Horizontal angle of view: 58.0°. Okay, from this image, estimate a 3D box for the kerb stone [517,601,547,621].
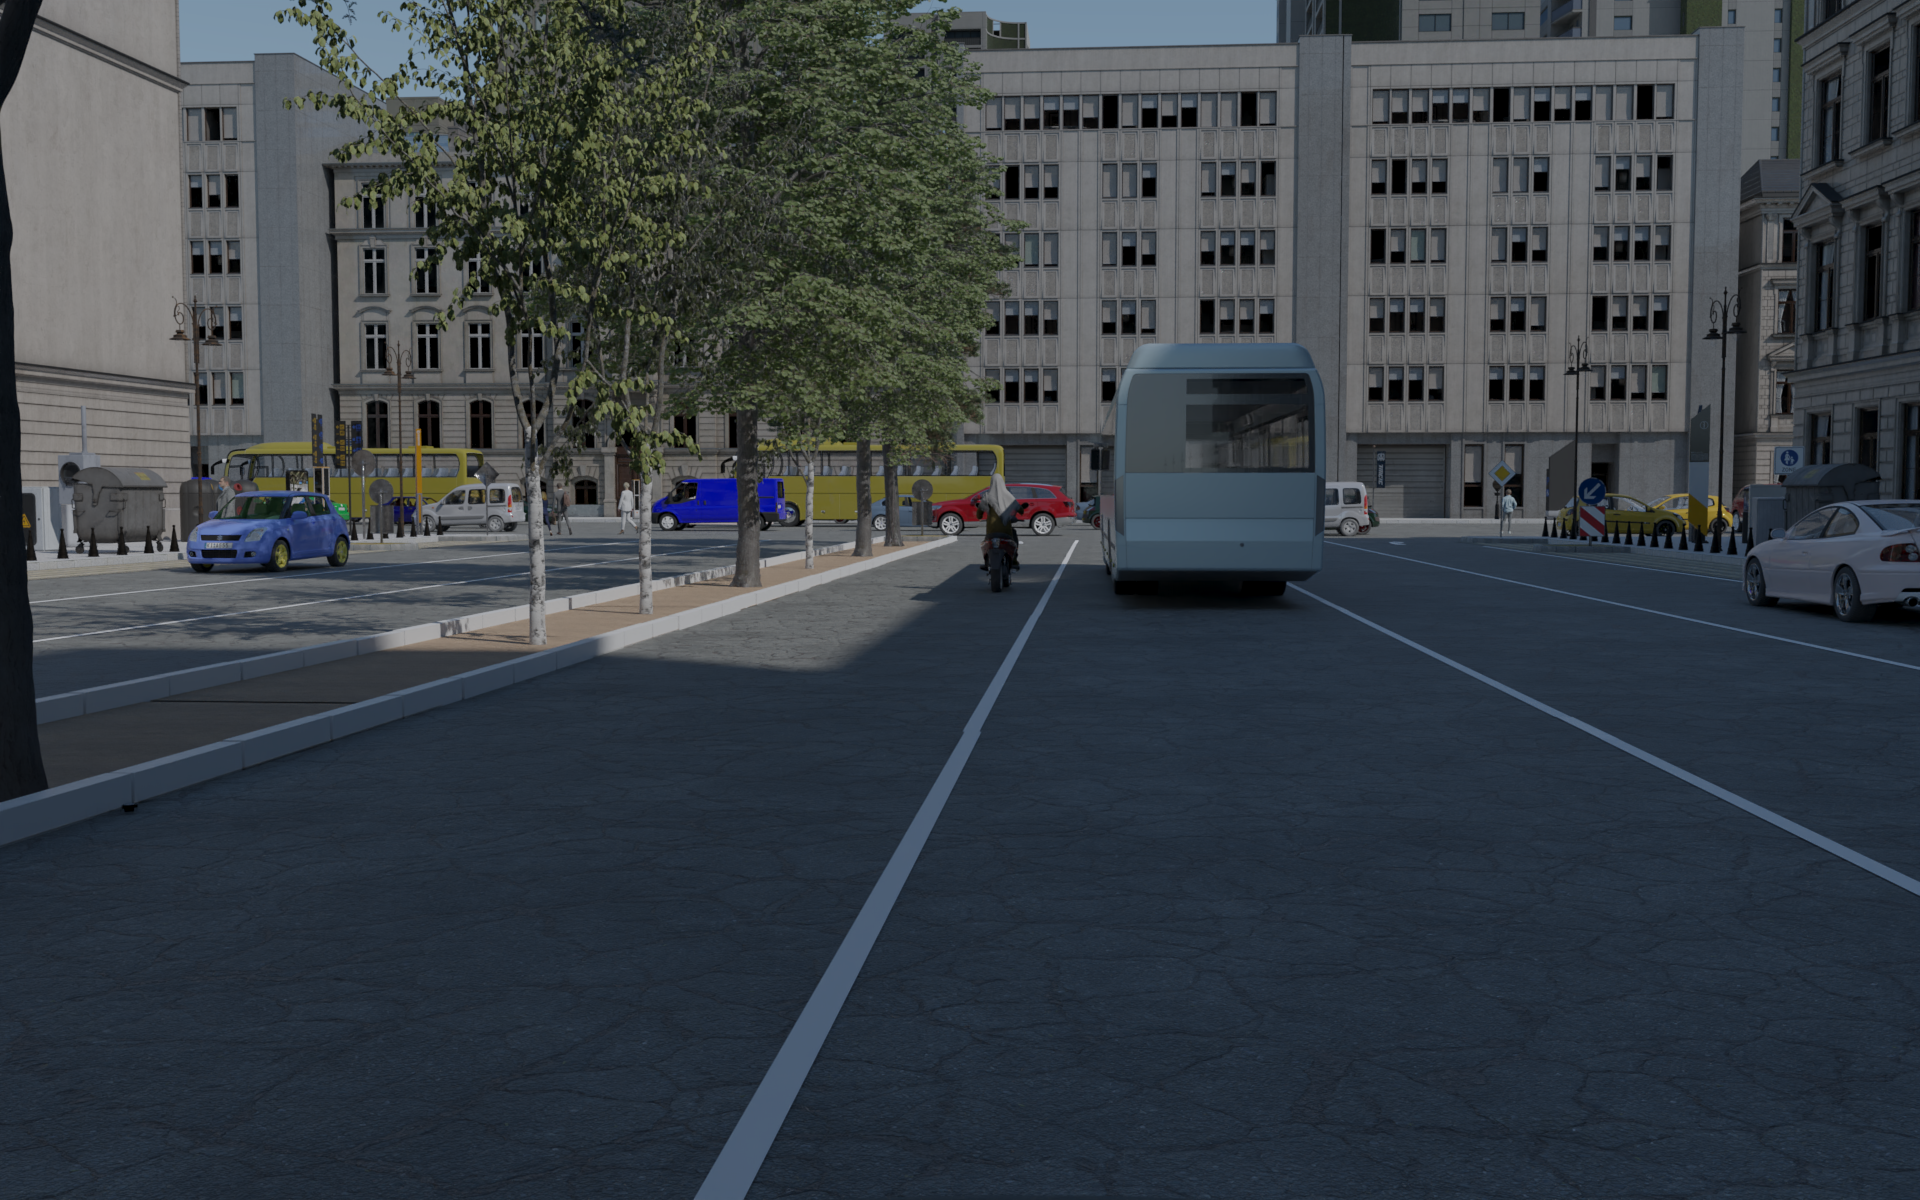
[{"bbox_3d":[-4.993,0.144,19.905,0.120,0.150,1.000,0,4,5],"label":"kerb stone"}]

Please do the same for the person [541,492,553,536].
[{"bbox_3d":[-14.186,-2.949,59.259,0.613,1.512,0.480,1,4,17],"label":"person"}]

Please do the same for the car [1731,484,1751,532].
[{"bbox_3d":[29.882,-3.333,63.172,2.281,1.827,5.304,0,4,5],"label":"car"}]

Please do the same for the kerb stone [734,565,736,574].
[{"bbox_3d":[-4.061,-0.545,31.185,0.120,0.150,1.000,0,4,5],"label":"kerb stone"}]

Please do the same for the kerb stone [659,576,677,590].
[{"bbox_3d":[-4.485,-0.233,26.054,0.120,0.150,1.000,0,4,5],"label":"kerb stone"}]

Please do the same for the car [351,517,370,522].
[{"bbox_3d":[-29.791,-4.595,87.700,3.894,1.354,1.945,0,4,5],"label":"car"}]

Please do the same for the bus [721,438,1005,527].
[{"bbox_3d":[-4.174,-5.169,76.065,12.252,3.916,2.896,0,4,3],"label":"bus"}]

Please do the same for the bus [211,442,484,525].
[{"bbox_3d":[-28.937,-5.542,82.162,12.252,3.916,2.896,0,4,5],"label":"bus"}]

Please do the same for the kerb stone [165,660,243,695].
[{"bbox_3d":[-5.591,0.579,12.722,0.120,0.150,1.000,0,4,5],"label":"kerb stone"}]

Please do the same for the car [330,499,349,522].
[{"bbox_3d":[-27.812,-3.861,71.920,4.718,1.807,1.959,0,4,6],"label":"car"}]

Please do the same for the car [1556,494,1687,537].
[{"bbox_3d":[21.662,-2.844,56.731,3.980,1.641,2.015,0,4,6],"label":"car"}]

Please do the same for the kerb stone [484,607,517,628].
[{"bbox_3d":[-5.080,0.203,18.875,0.120,0.150,1.000,0,4,5],"label":"kerb stone"}]

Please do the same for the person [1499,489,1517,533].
[{"bbox_3d":[19.961,-3.228,63.091,0.589,1.601,0.330,1,4,11],"label":"person"}]

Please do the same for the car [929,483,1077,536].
[{"bbox_3d":[1.387,-3.130,59.848,5.304,1.827,2.281,0,4,4],"label":"car"}]

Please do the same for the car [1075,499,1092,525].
[{"bbox_3d":[7.392,-4.066,78.474,4.499,1.417,2.014,0,4,5],"label":"car"}]

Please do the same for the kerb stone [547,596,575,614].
[{"bbox_3d":[-4.900,0.078,20.928,0.120,0.150,1.000,0,4,5],"label":"kerb stone"}]

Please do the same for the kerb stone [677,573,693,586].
[{"bbox_3d":[-4.395,-0.299,27.083,0.120,0.150,1.000,0,4,5],"label":"kerb stone"}]

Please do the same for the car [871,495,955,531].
[{"bbox_3d":[-1.731,-3.406,67.686,4.499,1.417,2.014,0,4,4],"label":"car"}]

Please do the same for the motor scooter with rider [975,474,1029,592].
[{"bbox_3d":[0.641,-1.034,25.864,0.876,1.779,1.986,0,4,6],"label":"motor scooter with rider"}]

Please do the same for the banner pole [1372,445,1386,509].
[{"bbox_3d":[21.426,-6.043,88.822,0.863,3.779,0.401,3,4,36],"label":"banner pole"}]

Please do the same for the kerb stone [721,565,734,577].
[{"bbox_3d":[-4.152,-0.487,30.161,0.120,0.150,1.000,0,4,5],"label":"kerb stone"}]

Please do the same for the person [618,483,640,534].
[{"bbox_3d":[-11.787,-3.248,61.481,0.818,1.842,0.514,1,4,13],"label":"person"}]

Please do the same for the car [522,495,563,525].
[{"bbox_3d":[-20.608,-4.329,80.561,4.222,1.686,2.009,0,4,6],"label":"car"}]

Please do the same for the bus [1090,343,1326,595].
[{"bbox_3d":[3.609,-2.011,27.742,2.948,3.499,13.247,0,4,4],"label":"bus"}]

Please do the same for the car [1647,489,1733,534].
[{"bbox_3d":[25.612,-3.187,62.326,3.980,1.641,2.015,0,4,5],"label":"car"}]

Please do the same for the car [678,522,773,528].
[{"bbox_3d":[-10.269,-3.713,73.062,4.827,1.381,2.083,0,4,5],"label":"car"}]

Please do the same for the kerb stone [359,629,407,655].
[{"bbox_3d":[-5.329,0.401,15.793,0.120,0.150,1.000,0,4,5],"label":"kerb stone"}]

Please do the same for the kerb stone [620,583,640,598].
[{"bbox_3d":[-4.660,-0.110,24.001,0.120,0.150,1.000,0,4,5],"label":"kerb stone"}]

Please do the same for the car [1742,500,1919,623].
[{"bbox_3d":[10.921,-0.504,20.600,2.083,1.381,4.827,0,4,5],"label":"car"}]

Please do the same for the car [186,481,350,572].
[{"bbox_3d":[-13.147,-1.429,32.956,1.945,1.707,3.694,0,4,6],"label":"car"}]

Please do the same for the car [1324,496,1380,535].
[{"bbox_3d":[12.804,-3.175,61.700,4.222,1.686,2.009,0,4,4],"label":"car"}]

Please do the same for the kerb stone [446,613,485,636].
[{"bbox_3d":[-5.161,0.266,17.851,0.120,0.150,1.000,0,4,5],"label":"kerb stone"}]

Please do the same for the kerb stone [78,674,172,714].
[{"bbox_3d":[-5.667,0.642,11.697,0.120,0.150,1.000,0,4,5],"label":"kerb stone"}]

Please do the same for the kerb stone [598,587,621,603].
[{"bbox_3d":[-4.732,-0.048,22.975,0.120,0.150,1.000,0,4,5],"label":"kerb stone"}]

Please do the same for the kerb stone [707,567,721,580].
[{"bbox_3d":[-4.235,-0.422,29.137,0.120,0.150,1.000,0,4,5],"label":"kerb stone"}]

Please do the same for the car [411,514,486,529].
[{"bbox_3d":[-21.049,-3.832,72.878,3.980,1.641,2.015,0,4,7],"label":"car"}]

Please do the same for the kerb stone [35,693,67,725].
[{"bbox_3d":[-5.754,0.708,10.672,0.120,0.150,1.000,0,4,5],"label":"kerb stone"}]

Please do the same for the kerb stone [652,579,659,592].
[{"bbox_3d":[-4.570,-0.172,25.024,0.120,0.150,1.000,0,4,5],"label":"kerb stone"}]

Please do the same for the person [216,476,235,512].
[{"bbox_3d":[-15.548,-1.712,36.597,0.767,1.812,0.694,-2,4,-35],"label":"person"}]

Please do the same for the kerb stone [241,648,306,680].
[{"bbox_3d":[-5.501,0.520,13.745,0.120,0.150,1.000,0,4,5],"label":"kerb stone"}]

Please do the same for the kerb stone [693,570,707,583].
[{"bbox_3d":[-4.319,-0.361,28.113,0.120,0.150,1.000,0,4,5],"label":"kerb stone"}]

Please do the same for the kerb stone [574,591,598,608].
[{"bbox_3d":[-4.827,0.016,21.952,0.120,0.150,1.000,0,4,5],"label":"kerb stone"}]

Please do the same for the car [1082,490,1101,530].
[{"bbox_3d":[7.007,-3.661,69.640,4.222,1.686,2.009,0,4,7],"label":"car"}]

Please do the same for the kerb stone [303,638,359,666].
[{"bbox_3d":[-5.418,0.456,14.769,0.120,0.150,1.000,0,4,5],"label":"kerb stone"}]

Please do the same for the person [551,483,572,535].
[{"bbox_3d":[-13.960,-3.194,60.692,0.622,1.834,0.822,-2,4,-35],"label":"person"}]

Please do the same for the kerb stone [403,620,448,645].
[{"bbox_3d":[-5.244,0.331,16.818,0.120,0.150,1.000,0,4,5],"label":"kerb stone"}]

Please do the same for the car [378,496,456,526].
[{"bbox_3d":[-24.245,-4.000,77.973,3.894,1.354,1.945,0,4,6],"label":"car"}]

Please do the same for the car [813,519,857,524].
[{"bbox_3d":[-6.949,-4.540,84.011,4.222,1.686,2.009,0,4,3],"label":"car"}]
